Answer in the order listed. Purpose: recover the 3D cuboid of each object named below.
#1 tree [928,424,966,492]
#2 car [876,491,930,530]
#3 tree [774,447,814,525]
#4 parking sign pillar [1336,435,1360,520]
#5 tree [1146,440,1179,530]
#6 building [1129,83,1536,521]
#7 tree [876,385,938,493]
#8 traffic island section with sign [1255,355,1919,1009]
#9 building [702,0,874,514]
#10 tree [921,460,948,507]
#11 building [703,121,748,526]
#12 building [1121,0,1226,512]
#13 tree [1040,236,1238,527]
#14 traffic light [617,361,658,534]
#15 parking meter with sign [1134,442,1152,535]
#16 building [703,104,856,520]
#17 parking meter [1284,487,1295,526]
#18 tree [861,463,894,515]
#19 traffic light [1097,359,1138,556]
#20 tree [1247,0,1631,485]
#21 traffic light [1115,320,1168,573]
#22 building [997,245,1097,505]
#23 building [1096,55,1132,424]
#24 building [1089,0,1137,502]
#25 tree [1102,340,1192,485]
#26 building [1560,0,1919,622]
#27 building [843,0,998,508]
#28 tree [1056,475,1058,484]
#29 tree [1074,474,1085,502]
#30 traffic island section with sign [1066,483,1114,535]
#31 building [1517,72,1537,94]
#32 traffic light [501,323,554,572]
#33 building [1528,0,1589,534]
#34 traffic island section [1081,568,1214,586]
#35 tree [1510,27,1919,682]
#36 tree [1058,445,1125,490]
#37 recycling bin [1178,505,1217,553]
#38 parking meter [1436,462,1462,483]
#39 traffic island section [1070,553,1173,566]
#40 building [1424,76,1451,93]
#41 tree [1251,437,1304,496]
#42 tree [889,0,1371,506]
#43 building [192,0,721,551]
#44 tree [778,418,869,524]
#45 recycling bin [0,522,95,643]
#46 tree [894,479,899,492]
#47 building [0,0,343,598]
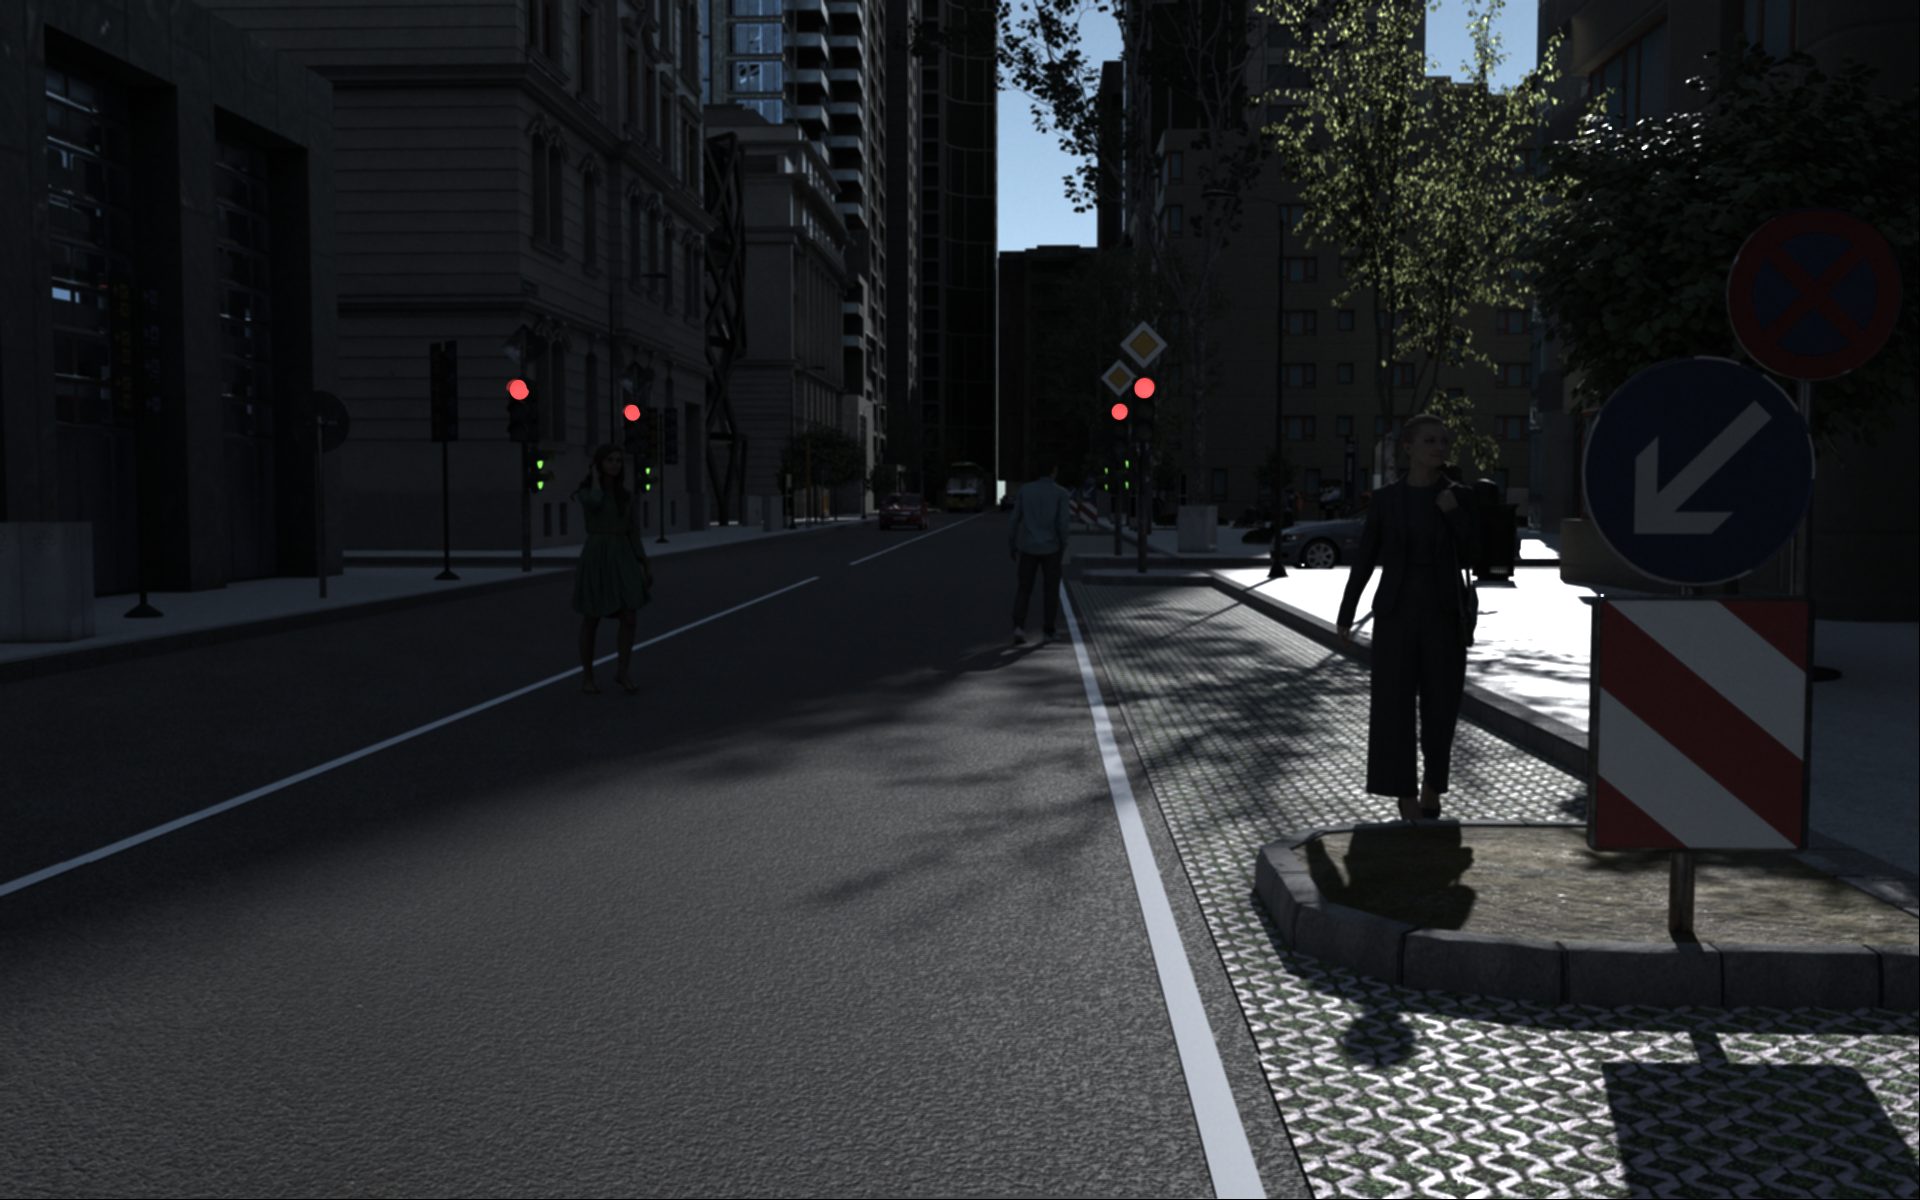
[{"bbox_3d":[-1.260,-14.094,180.797,4.737,8.622,4.395,0,3,0],"label":"tree"},{"bbox_3d":[-2.264,-3.734,70.084,2.155,1.783,4.494,0,4,2],"label":"car"},{"bbox_3d":[-7.032,-4.671,70.975,1.663,3.219,1.824,0,3,0],"label":"tree"},{"bbox_3d":[18.045,-5.579,79.682,1.447,3.967,1.447,2,4,25],"label":"parking sign pillar"},{"bbox_3d":[7.456,-4.145,62.372,1.663,3.219,1.824,0,3,0],"label":"tree"},{"bbox_3d":[24.077,-15.360,96.174,27.650,21.520,28.899,0,4,2],"label":"building"},{"bbox_3d":[-3.567,-10.235,117.705,4.360,8.622,3.978,0,3,0],"label":"tree"},{"bbox_3d":[2.044,0.176,5.757,1.989,1.847,2.006,0,4,2],"label":"traffic island section with sign"},{"bbox_3d":[-17.077,-49.735,125.845,22.319,86.520,31.000,0,4,2],"label":"building"},{"bbox_3d":[-2.075,-11.244,167.547,4.285,4.588,4.351,0,3,0],"label":"tree"},{"bbox_3d":[-17.405,-12.419,70.500,16.820,18.784,16.811,0,4,2],"label":"building"},{"bbox_3d":[21.619,-42.140,127.244,20.563,71.187,20.611,0,4,2],"label":"building"},{"bbox_3d":[6.915,-8.745,68.734,9.928,11.665,9.643,0,3,0],"label":"tree"},{"bbox_3d":[-6.814,-2.911,36.514,0.839,4.253,0.868,0,4,2],"label":"traffic light"},{"bbox_3d":[5.892,-3.622,55.487,0.543,3.016,1.738,0,4,1],"label":"parking meter with sign"},{"bbox_3d":[-13.596,-15.562,96.247,13.314,21.916,24.055,0,4,2],"label":"building"},{"bbox_3d":[11.702,-3.249,61.527,0.372,1.533,0.369,0,3,0],"label":"parking meter"},{"bbox_3d":[-5.336,-6.854,106.660,1.663,3.219,1.824,0,3,0],"label":"tree"},{"bbox_3d":[3.289,-2.886,36.104,0.839,4.253,0.868,0,4,2],"label":"traffic light"},{"bbox_3d":[5.501,-4.328,21.130,4.360,8.622,3.978,0,3,0],"label":"tree"},{"bbox_3d":[2.952,-2.398,28.126,0.839,4.253,0.868,0,4,2],"label":"traffic light"},{"bbox_3d":[11.380,-26.439,203.985,14.107,30.474,14.160,0,4,2],"label":"building"},{"bbox_3d":[21.128,-32.190,176.413,14.600,45.320,14.200,0,4,2],"label":"building"},{"bbox_3d":[23.187,-51.365,152.490,22.319,86.520,31.000,0,4,2],"label":"building"},{"bbox_3d":[8.626,-7.882,79.231,4.737,8.622,4.395,0,3,0],"label":"tree"},{"bbox_3d":[22.301,-10.128,10.632,27.650,21.520,28.899,0,4,2],"label":"building"},{"bbox_3d":[-5.994,-46.951,205.900,20.611,71.187,20.563,0,4,2],"label":"building"},{"bbox_3d":[11.753,-12.091,181.403,4.285,4.588,4.351,0,3,0],"label":"tree"},{"bbox_3d":[10.334,-9.308,146.780,1.663,3.219,1.824,0,3,0],"label":"tree"},{"bbox_3d":[4.369,-3.191,60.793,1.989,1.847,2.006,0,4,2],"label":"traffic island section with sign"},{"bbox_3d":[70.348,-31.566,170.722,28.867,44.769,22.147,0,4,2],"label":"building"},{"bbox_3d":[-7.151,-2.423,28.536,0.839,4.253,0.868,0,4,2],"label":"traffic light"},{"bbox_3d":[31.638,-26.145,47.078,30.456,49.044,23.786,0,4,2],"label":"building"},{"bbox_3d":[2.991,-0.364,28.238,2.009,0.180,2.903,0,4,2],"label":"traffic island section"},{"bbox_3d":[5.621,-1.753,12.380,4.285,4.588,4.351,0,3,0],"label":"tree"},{"bbox_3d":[9.663,-8.134,116.703,4.285,4.588,4.351,0,3,0],"label":"tree"},{"bbox_3d":[5.238,-1.568,38.190,0.722,1.027,0.722,2,4,23],"label":"recycling bin"},{"bbox_3d":[8.097,-1.419,28.919,0.399,1.863,0.255,2,4,32],"label":"parking meter"},{"bbox_3d":[3.329,-0.852,36.216,2.009,0.180,2.903,0,4,2],"label":"traffic island section"},{"bbox_3d":[43.355,-29.072,167.208,23.993,40.220,32.217,0,4,2],"label":"building"},{"bbox_3d":[10.693,-3.941,59.044,1.663,3.219,1.824,0,3,0],"label":"tree"},{"bbox_3d":[5.058,-11.568,45.027,12.611,20.169,13.585,0,3,0],"label":"tree"},{"bbox_3d":[-15.543,-16.045,49.729,14.401,28.519,23.554,0,4,2],"label":"building"},{"bbox_3d":[-6.142,-5.559,74.605,4.285,4.588,4.351,0,3,0],"label":"tree"},{"bbox_3d":[-8.103,-0.163,15.223,0.722,1.027,0.722,-1,4,-9],"label":"recycling bin"},{"bbox_3d":[-4.707,-7.257,113.253,1.663,3.219,1.824,0,3,0],"label":"tree"},{"bbox_3d":[-25.776,-42.923,14.460,31.000,86.520,22.319,0,4,2],"label":"building"}]
